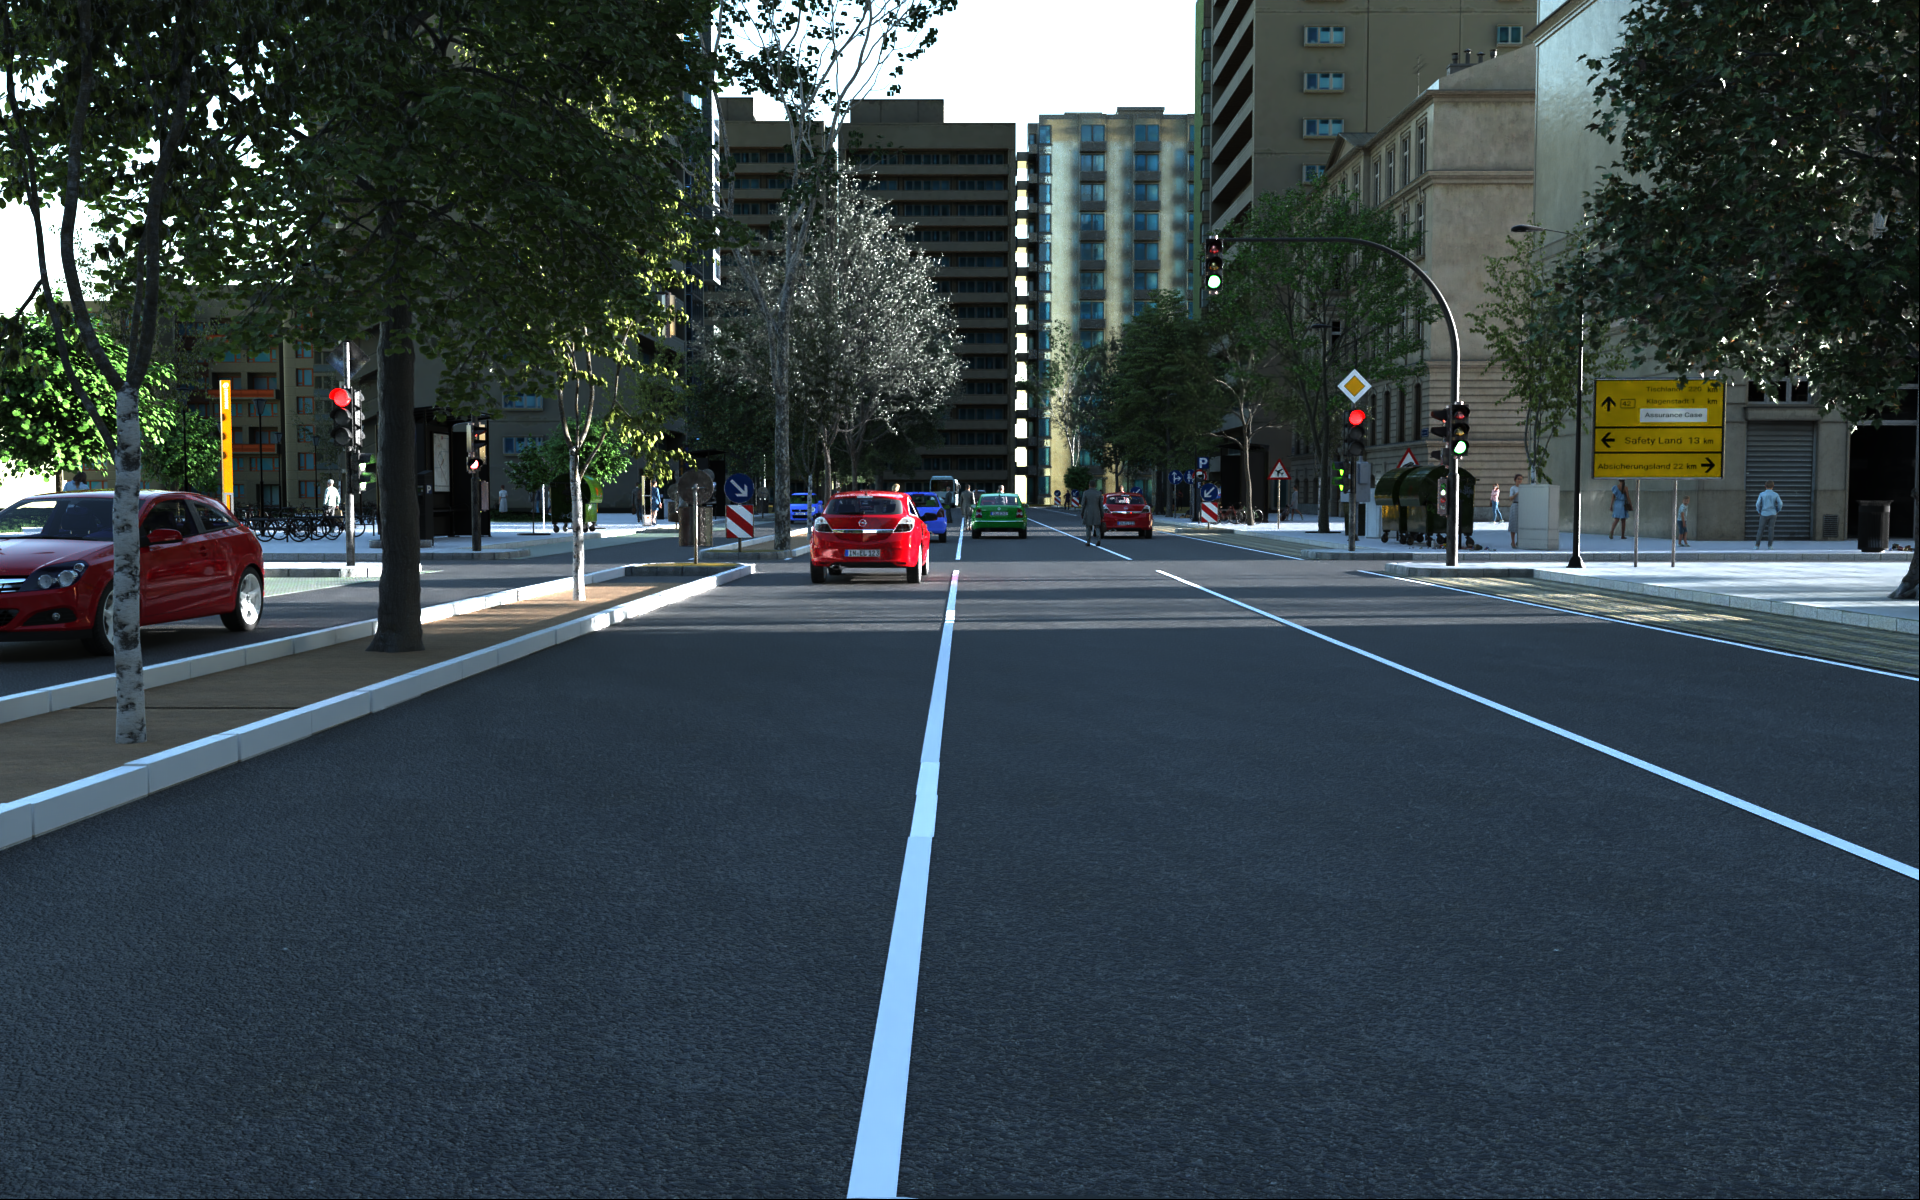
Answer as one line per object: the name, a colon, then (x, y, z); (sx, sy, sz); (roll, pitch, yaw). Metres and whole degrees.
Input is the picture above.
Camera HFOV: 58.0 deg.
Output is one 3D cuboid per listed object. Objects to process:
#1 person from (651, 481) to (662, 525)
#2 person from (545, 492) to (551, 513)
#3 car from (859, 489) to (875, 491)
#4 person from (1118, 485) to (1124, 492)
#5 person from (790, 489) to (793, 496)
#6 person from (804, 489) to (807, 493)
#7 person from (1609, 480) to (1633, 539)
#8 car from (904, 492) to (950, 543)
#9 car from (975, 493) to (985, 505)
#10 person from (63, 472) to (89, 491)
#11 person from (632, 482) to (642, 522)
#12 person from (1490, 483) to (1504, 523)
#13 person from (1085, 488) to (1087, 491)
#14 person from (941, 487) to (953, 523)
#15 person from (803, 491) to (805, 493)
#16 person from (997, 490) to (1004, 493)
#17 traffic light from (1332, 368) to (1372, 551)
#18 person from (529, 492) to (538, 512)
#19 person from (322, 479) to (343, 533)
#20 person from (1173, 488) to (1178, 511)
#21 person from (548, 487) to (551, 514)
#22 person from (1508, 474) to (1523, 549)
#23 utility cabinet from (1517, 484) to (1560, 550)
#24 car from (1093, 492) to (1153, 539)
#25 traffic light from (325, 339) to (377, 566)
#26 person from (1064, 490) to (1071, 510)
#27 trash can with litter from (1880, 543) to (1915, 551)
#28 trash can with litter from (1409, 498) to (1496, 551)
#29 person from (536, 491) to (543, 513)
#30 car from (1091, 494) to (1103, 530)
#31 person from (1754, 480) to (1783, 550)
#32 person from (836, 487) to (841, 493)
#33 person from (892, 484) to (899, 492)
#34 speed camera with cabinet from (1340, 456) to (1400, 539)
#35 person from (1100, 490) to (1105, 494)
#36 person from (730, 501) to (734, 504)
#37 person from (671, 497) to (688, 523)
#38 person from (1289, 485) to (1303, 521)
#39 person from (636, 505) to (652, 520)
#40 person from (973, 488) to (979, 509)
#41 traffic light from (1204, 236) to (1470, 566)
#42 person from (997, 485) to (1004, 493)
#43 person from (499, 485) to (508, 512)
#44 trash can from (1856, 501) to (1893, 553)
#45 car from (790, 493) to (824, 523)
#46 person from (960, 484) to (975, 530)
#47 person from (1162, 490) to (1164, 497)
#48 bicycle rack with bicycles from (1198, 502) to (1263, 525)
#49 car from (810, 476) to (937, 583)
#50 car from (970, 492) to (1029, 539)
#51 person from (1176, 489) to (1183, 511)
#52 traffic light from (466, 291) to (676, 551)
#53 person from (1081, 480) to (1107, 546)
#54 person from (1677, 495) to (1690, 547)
person: (-12.592, -3.979, 71.123); (0.581, 1.822, 0.654); (1, 4, 21)
person: (-26.092, -6.401, 110.618); (0.836, 1.842, 0.656); (-2, 4, -29)
car: (-6.875, -7.439, 130.298); (2.281, 1.827, 5.304); (0, 4, 2)
person: (7.037, -4.112, 75.736); (0.555, 1.821, 0.388); (-1, 4, -17)
person: (-13.779, -8.206, 141.132); (0.541, 1.710, 0.530); (2, 4, 31)
person: (-12.582, -8.137, 139.902); (0.721, 1.723, 1.217); (-3, 5, -41)
person: (18.732, -2.626, 49.066); (0.778, 1.811, 0.616); (-3, 5, -41)
car: (-1.254, -2.616, 52.368); (1.945, 1.707, 3.694); (0, 4, -1)
car: (1.667, -5.044, 91.508); (2.155, 1.783, 4.494); (0, 4, 0)
person: (-19.666, -1.968, 38.481); (0.793, 1.790, 0.793); (1, 4, 16)
person: (-14.546, -4.427, 78.392); (0.622, 1.834, 0.822); (0, 4, -8)
person: (23.419, -4.216, 75.571); (0.643, 1.750, 0.593); (1, 4, 10)
person: (11.058, -8.947, 152.341); (0.705, 1.821, 1.348); (1, 4, 11)
person: (-0.644, -4.696, 85.451); (0.590, 1.801, 0.661); (-1, 4, -13)
person: (-14.882, -9.858, 167.309); (0.705, 1.812, 1.348); (-3, 5, -43)
person: (1.784, -3.896, 72.783); (0.593, 1.750, 0.643); (0, 4, -5)
traffic light: (8.792, -3.053, 38.843); (0.839, 4.253, 0.868); (0, 4, 0)
person: (-22.207, -5.146, 90.287); (0.679, 1.850, 0.850); (3, 5, 40)
person: (-20.840, -3.123, 57.590); (0.515, 1.767, 0.782); (1, 4, 18)
person: (16.235, -7.578, 130.731); (0.721, 1.735, 1.217); (0, 4, -5)
person: (-26.785, -6.545, 113.627); (0.524, 1.755, 0.480); (-2, 4, -24)
person: (13.187, -2.092, 40.813); (0.480, 1.755, 0.524); (-2, 4, -24)
utility cabinet: (13.306, -1.904, 39.808); (0.318, 1.500, 1.173); (-1, 4, -16)
car: (5.335, -2.944, 57.182); (2.155, 1.783, 4.494); (0, 4, 2)
traffic light: (-10.899, -2.569, 30.917); (0.839, 4.253, 0.868); (0, 4, 0)
person: (8.778, -8.201, 143.036); (0.683, 1.767, 0.568); (-3, 5, -40)
trash can with litter: (21.729, -1.723, 39.226); (1.678, 1.210, 2.233); (-1, 4, -9)
trash can with litter: (11.539, -1.771, 40.020); (1.678, 1.210, 2.233); (-1, 4, -14)
person: (-25.914, -6.099, 106.112); (0.721, 1.781, 0.623); (1, 4, 11)
car: (5.997, -3.526, 67.879); (2.015, 1.641, 3.980); (0, 4, 0)
person: (18.706, -1.971, 40.080); (0.589, 1.601, 0.330); (2, 4, 29)
person: (-6.177, -4.819, 87.520); (0.641, 1.798, 0.478); (0, 4, 2)
person: (-2.296, -3.205, 61.088); (0.728, 1.800, 0.709); (0, 4, 1)
speed camera with cabinet: (11.859, -3.399, 49.906); (2.038, 3.252, 0.660); (-3, 4, -36)
person: (11.388, -8.045, 139.054); (0.593, 1.643, 0.415); (-1, 4, -21)
person: (-16.110, -7.112, 123.114); (0.721, 1.735, 1.217); (0, 4, 7)
person: (-9.088, -2.956, 56.944); (0.853, 1.813, 0.709); (-1, 4, -11)
person: (16.154, -4.679, 83.298); (0.760, 1.731, 0.466); (-2, 4, -23)
person: (-15.650, -4.522, 85.474); (0.738, 1.151, 1.012); (-1, 4, -22)
person: (0.919, -5.755, 102.933); (0.599, 1.781, 0.374); (-1, 4, -20)
traffic light: (6.670, -3.429, 30.725); (4.771, 5.953, 1.251); (0, 4, 0)
person: (1.623, -3.545, 66.863); (0.834, 1.777, 0.661); (-2, 4, -24)
person: (-23.319, -4.999, 88.340); (0.480, 1.755, 0.524); (-3, 5, -43)
trash can: (20.151, -1.623, 38.196); (0.748, 1.137, 0.748); (0, 3, 0)
car: (-7.564, -4.537, 83.776); (1.945, 1.707, 3.694); (0, 4, 0)
person: (0.350, -3.665, 68.521); (0.694, 1.812, 0.767); (1, 4, 14)
person: (18.836, -9.539, 162.018); (0.705, 1.823, 1.348); (2, 4, 28)
bicycle rack with bicycles: (11.568, -3.705, 73.956); (2.925, 0.926, 2.852); (-1, 4, -14)
car: (-1.477, -1.243, 29.359); (2.155, 1.783, 4.494); (0, 4, 1)
car: (1.306, -2.952, 57.062); (1.959, 1.807, 4.718); (0, 4, 2)
person: (16.721, -7.625, 132.176); (0.593, 1.643, 0.415); (0, 4, 4)
traffic light: (-8.777, -3.930, 38.929); (4.771, 5.953, 1.251); (0, 4, 0)
person: (3.649, -2.378, 47.480); (0.694, 1.812, 0.767); (0, 4, -6)
person: (17.654, -1.926, 42.220); (0.332, 1.250, 0.352); (-1, 4, -20)
